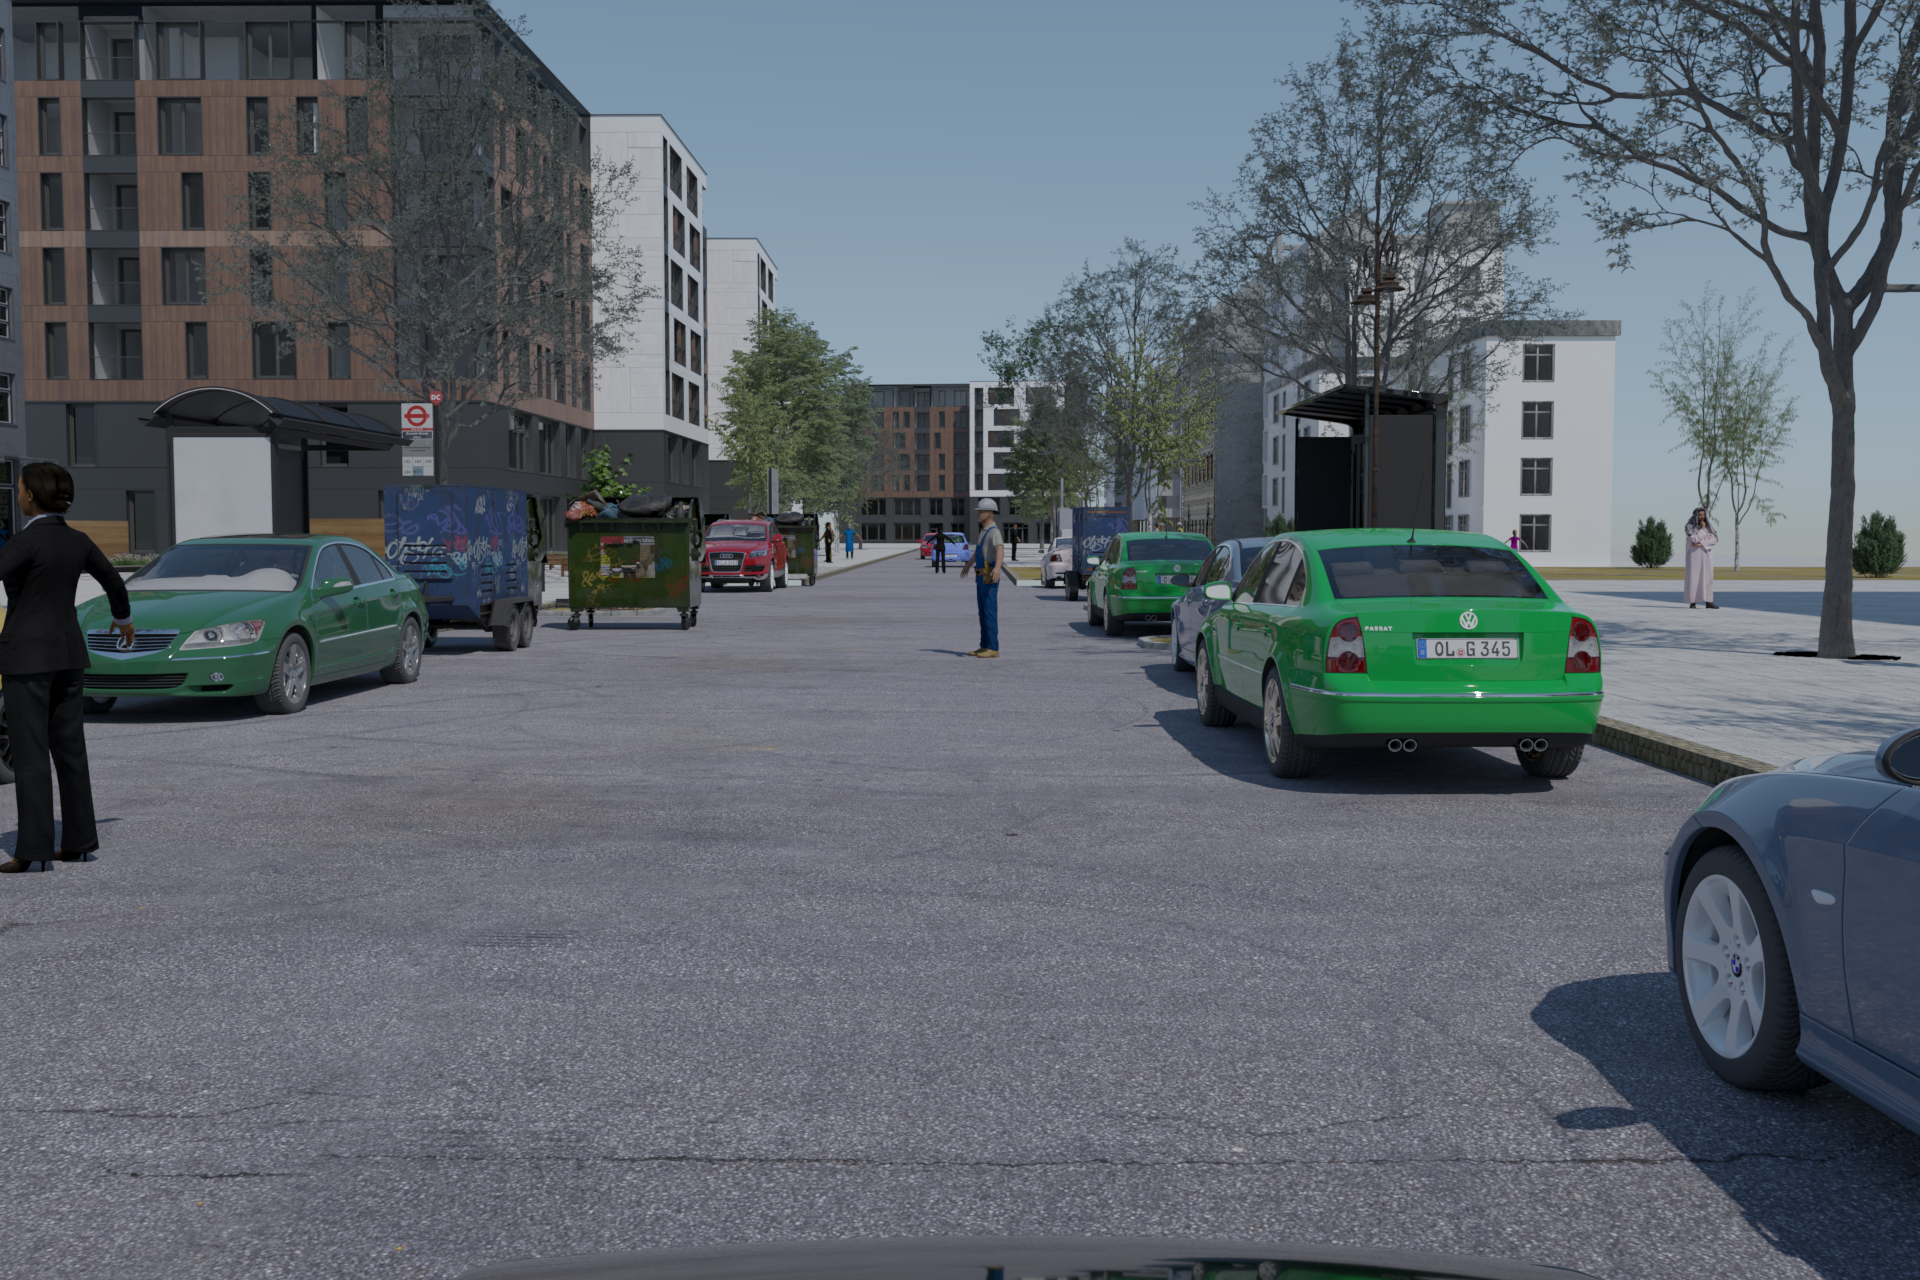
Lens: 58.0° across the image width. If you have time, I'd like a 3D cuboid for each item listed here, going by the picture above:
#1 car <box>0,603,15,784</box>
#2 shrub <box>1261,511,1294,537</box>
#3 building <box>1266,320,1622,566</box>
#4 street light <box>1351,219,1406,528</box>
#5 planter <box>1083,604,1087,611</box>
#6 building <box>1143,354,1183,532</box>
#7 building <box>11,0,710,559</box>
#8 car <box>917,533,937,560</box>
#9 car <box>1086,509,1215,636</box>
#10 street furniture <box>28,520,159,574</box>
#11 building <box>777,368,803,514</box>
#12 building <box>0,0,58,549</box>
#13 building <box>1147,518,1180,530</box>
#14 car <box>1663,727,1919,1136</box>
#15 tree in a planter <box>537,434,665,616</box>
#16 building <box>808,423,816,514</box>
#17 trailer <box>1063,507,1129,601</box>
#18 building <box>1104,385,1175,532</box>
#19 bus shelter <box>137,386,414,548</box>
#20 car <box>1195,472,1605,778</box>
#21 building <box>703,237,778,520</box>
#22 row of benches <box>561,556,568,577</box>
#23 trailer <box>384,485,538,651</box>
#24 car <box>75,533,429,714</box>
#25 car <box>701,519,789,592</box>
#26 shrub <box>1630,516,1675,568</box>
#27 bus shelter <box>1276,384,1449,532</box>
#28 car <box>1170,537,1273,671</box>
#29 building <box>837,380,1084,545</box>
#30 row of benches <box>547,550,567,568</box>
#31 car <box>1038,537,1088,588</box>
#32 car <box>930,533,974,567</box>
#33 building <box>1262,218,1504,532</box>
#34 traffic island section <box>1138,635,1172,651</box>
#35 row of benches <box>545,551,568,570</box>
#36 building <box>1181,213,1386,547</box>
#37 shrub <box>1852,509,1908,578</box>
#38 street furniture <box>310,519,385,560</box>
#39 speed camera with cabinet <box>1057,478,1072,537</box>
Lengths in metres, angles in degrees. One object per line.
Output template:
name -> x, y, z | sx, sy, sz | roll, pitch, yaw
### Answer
car -> -6.261, 0.100, 8.585 | 2.015, 1.641, 3.980 | 0, 3, 0
shrub -> 10.405, -3.162, 56.120 | 1.690, 2.028, 1.600 | 0, 3, 0
building -> 21.402, -8.560, 82.111 | 9.099, 9.664, 28.070 | 0, 4, 0
street light -> 6.214, -3.247, 25.880 | 0.468, 5.910, 1.993 | 0, 4, 0
planter -> 3.363, -0.721, 32.920 | 1.991, 0.319, 1.994 | 0, 3, 0
building -> 24.470, -19.914, 182.005 | 16.016, 20.090, 11.380 | 0, 4, 1
building -> -28.475, -14.597, 82.636 | 27.936, 21.610, 32.646 | 0, 4, 1
car -> -1.352, -5.491, 98.826 | 2.155, 1.783, 4.494 | 0, 3, 0
car -> 2.906, -1.033, 25.692 | 1.959, 1.807, 4.718 | 0, 4, -1
street furniture -> -29.915, -3.158, 58.490 | 9.812, 1.723, 11.010 | 1, 4, 18
building -> -23.208, -20.213, 186.907 | 16.016, 20.090, 11.380 | 0, 4, 0
building -> -32.345, -13.511, 39.316 | 11.959, 24.771, 22.079 | 0, 4, 1
building -> 26.697, -20.925, 198.546 | 16.016, 20.090, 11.380 | 0, 3, 0
car -> 2.864, 0.549, 3.021 | 2.014, 1.417, 4.499 | 0, 4, -1
tree in a planter -> -6.405, -2.076, 31.168 | 1.991, 3.239, 1.994 | 0, 4, 1
building -> -27.763, -23.212, 210.446 | 19.493, 23.208, 18.063 | 0, 4, 1
trailer -> 3.010, -1.904, 38.171 | 1.471, 1.999, 3.904 | 0, 4, -1
building -> 23.240, -22.013, 216.326 | 16.016, 20.090, 11.380 | 0, 4, 1
bus shelter -> -10.226, -1.993, 26.504 | 2.014, 3.302, 5.546 | 0, 4, 0
car -> 2.697, -0.168, 11.544 | 1.959, 1.807, 4.718 | 0, 4, -1
building -> -27.901, -16.727, 117.459 | 27.936, 21.610, 32.646 | 0, 4, 0
row of benches -> -11.146, -2.340, 53.730 | 1.422, 0.672, 4.104 | 1, 4, 17
trailer -> -6.164, -0.839, 20.765 | 1.471, 1.999, 3.904 | 0, 4, 1
car -> -6.187, -0.213, 15.284 | 2.131, 1.459, 4.920 | 0, 4, 1
car -> -5.612, -2.186, 44.417 | 2.281, 1.827, 5.304 | 0, 4, 1
shrub -> 25.942, -3.702, 64.942 | 1.690, 2.028, 1.600 | 0, 3, 0
bus shelter -> 6.873, -2.378, 30.171 | 1.731, 3.624, 6.357 | 0, 4, 1
car -> 3.073, -0.281, 16.596 | 2.014, 1.417, 4.499 | 0, 4, 1
building -> 0.733, -24.299, 243.726 | 32.646, 21.610, 27.936 | 0, 4, 7
row of benches -> -14.529, -3.056, 65.423 | 4.104, 0.672, 1.422 | 2, 4, 28
car -> 3.185, -2.138, 47.325 | 2.083, 1.381, 4.827 | 0, 4, 0
car -> -0.378, -4.054, 75.874 | 1.945, 1.707, 3.694 | 0, 4, 1
building -> 24.634, -15.542, 110.525 | 16.016, 20.090, 11.380 | 0, 3, 0
traffic island section -> 3.293, 0.046, 22.112 | 1.991, 0.108, 1.994 | 0, 4, 1
row of benches -> -14.384, -2.841, 61.919 | 4.104, 0.672, 1.422 | 1, 4, 12
building -> 26.579, -18.052, 126.086 | 19.493, 23.208, 18.063 | 0, 4, 0
shrub -> 26.989, -2.845, 50.936 | 1.690, 2.028, 1.600 | 0, 3, 0
street furniture -> -18.494, -2.756, 51.915 | 9.812, 1.723, 11.010 | 1, 4, 11
speed camera with cabinet -> 3.776, -4.050, 60.549 | 0.660, 3.252, 2.038 | 0, 4, 1
